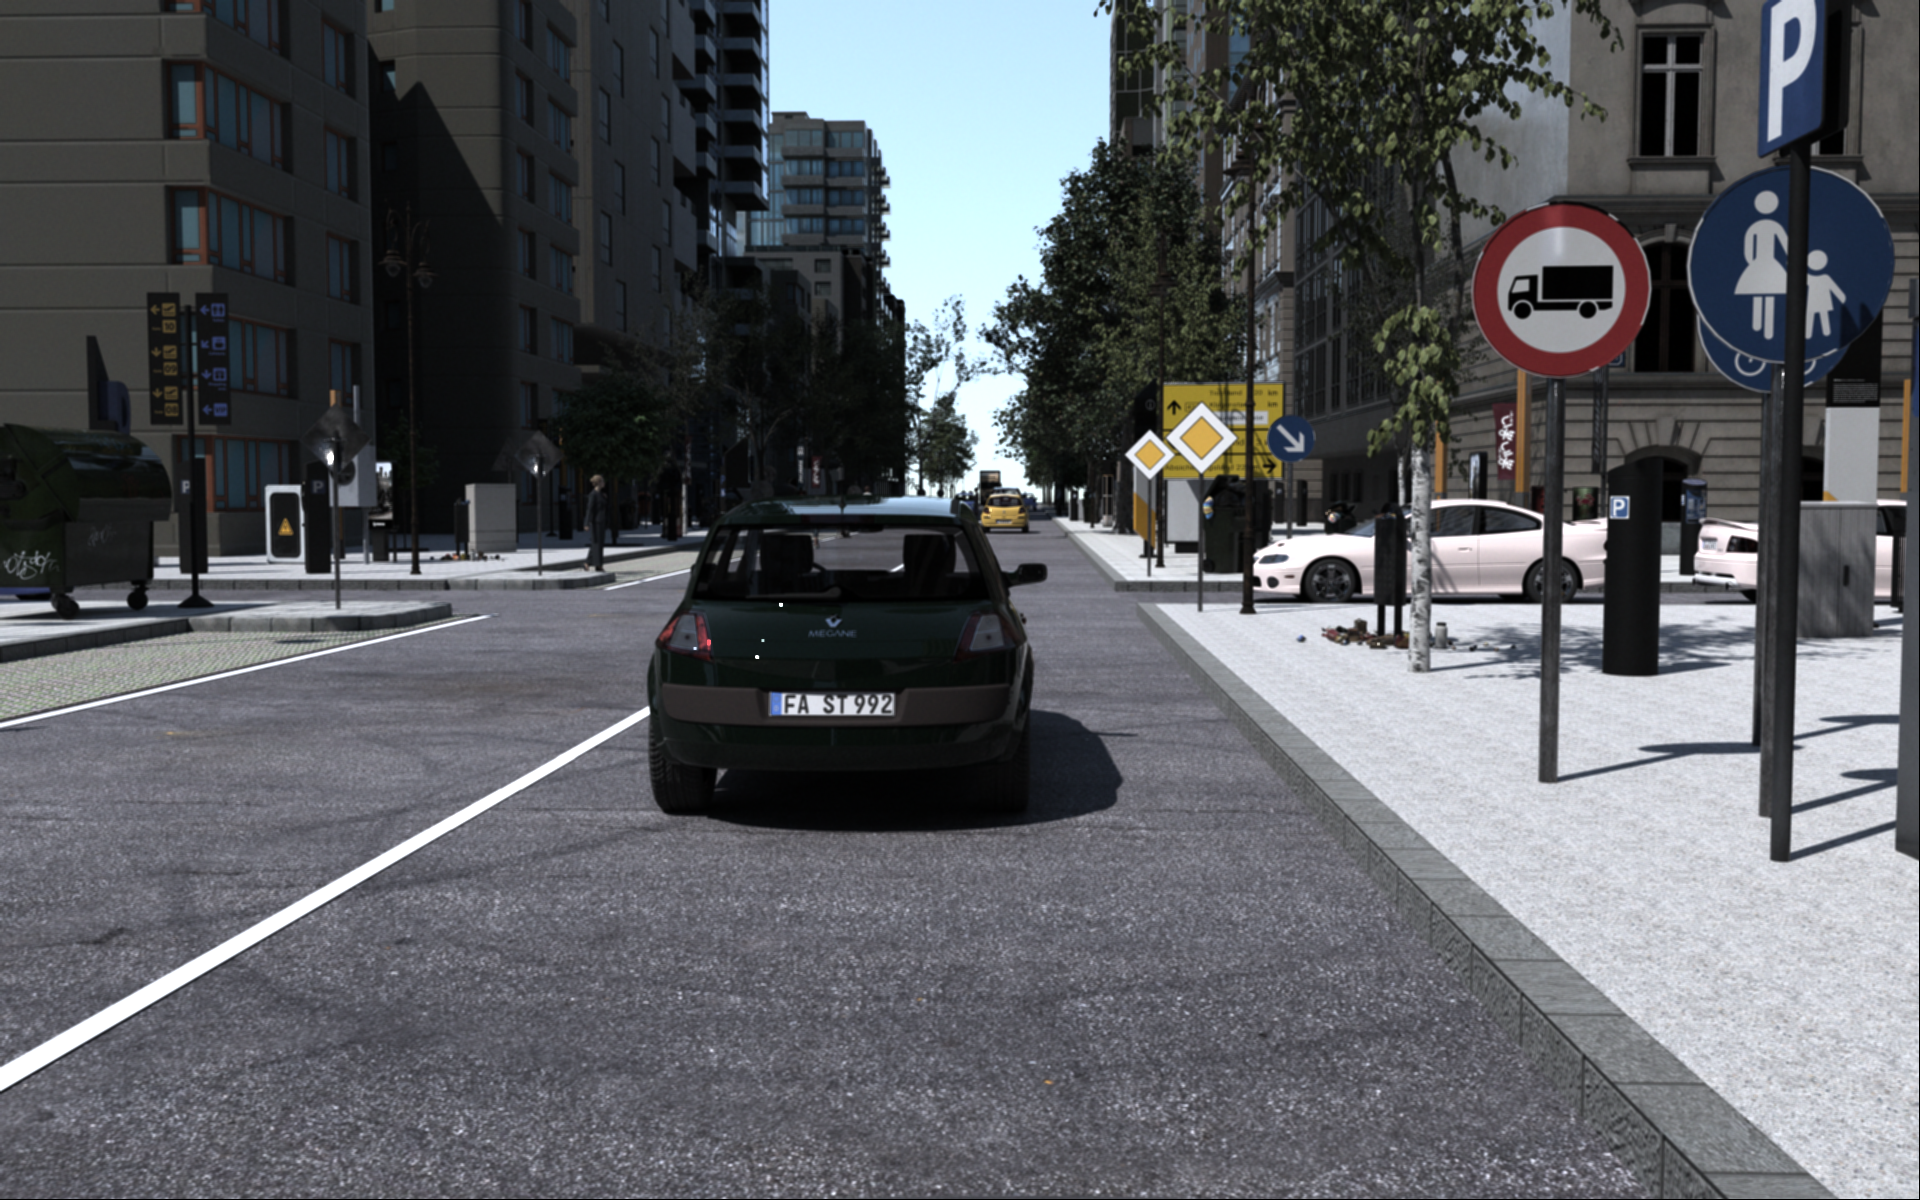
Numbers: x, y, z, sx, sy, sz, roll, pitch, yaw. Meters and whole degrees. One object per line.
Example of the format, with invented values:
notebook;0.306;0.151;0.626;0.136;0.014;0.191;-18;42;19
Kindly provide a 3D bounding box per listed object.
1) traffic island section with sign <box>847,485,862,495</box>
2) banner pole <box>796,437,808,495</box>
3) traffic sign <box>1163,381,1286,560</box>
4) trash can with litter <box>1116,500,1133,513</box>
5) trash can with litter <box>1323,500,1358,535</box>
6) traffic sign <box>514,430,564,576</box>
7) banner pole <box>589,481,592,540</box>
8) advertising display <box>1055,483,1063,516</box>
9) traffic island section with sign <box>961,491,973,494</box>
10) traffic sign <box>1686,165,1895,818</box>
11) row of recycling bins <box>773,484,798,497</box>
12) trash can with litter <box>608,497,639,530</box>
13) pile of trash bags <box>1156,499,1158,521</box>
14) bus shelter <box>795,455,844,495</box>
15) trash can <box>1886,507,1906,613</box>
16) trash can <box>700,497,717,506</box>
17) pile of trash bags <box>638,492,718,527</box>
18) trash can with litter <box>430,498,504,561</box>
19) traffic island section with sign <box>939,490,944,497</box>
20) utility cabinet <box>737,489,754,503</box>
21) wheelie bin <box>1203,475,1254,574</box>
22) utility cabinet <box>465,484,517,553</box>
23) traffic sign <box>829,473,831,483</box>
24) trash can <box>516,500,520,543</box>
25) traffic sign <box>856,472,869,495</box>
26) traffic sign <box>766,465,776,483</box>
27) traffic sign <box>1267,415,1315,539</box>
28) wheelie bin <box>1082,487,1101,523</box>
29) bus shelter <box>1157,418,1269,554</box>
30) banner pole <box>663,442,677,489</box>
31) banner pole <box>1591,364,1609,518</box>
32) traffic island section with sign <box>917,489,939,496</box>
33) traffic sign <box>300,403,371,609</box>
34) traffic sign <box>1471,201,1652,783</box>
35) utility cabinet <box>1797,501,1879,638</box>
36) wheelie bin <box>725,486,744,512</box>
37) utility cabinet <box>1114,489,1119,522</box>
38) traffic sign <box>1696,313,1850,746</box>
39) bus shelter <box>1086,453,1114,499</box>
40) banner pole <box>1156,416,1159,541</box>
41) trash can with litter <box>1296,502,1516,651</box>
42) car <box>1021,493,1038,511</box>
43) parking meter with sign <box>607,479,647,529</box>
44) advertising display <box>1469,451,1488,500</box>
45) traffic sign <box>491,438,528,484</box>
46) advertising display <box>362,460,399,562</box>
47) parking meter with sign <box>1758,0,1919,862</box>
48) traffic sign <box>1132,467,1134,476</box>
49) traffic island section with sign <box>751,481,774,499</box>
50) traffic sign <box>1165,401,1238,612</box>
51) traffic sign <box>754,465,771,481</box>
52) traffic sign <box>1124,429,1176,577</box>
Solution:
traffic island section with sign;-4.674;-4.187;77.085;1.989;1.847;2.006;0;4;2
banner pole;-6.924;-5.290;76.511;0.863;3.779;0.401;3;5;41
traffic sign;4.746;-2.297;31.433;2.265;3.308;0.079;1;4;12
trash can with litter;6.583;-3.489;68.425;0.624;1.170;1.055;1;4;19
trash can with litter;6.552;-1.173;30.564;0.624;1.170;1.055;-1;4;-17
traffic sign;-6.605;-1.441;27.200;0.795;2.450;0.064;0;4;2
banner pole;-10.258;-3.575;48.466;0.401;3.779;0.863;-2;4;-28
advertising display;5.773;-5.845;100.784;0.123;1.923;0.974;-1;4;-16
traffic island section with sign;1.561;-13.858;235.213;1.989;1.847;2.006;0;4;2
traffic sign;3.224;-0.410;6.815;0.768;2.556;0.104;0;4;7
row of recycling bins;-7.233;-3.939;71.516;1.069;1.692;3.534;0;4;-2
trash can with litter;-11.945;-3.063;61.463;0.624;1.170;1.055;2;4;34
pile of trash bags;9.210;-4.560;84.302;3.447;1.369;1.912;0;4;7
bus shelter;-7.538;-6.069;93.155;2.014;3.302;5.546;0;4;2
trash can;10.378;-0.428;18.647;0.748;1.137;0.748;0;3;0
trash can;-11.075;-3.962;76.436;0.748;1.137;0.748;0;3;0
pile of trash bags;-10.928;-3.520;67.312;3.447;1.369;1.912;0;4;7
trash can with litter;-9.557;-1.405;34.033;1.678;1.210;2.233;0;4;2
traffic island section with sign;-1.655;-8.862;153.519;1.989;1.847;2.006;0;4;2
utility cabinet;-8.572;-3.668;68.651;1.173;1.500;0.318;0;4;-6
wheelie bin;4.368;-1.241;28.195;0.693;1.594;0.980;3;5;41
utility cabinet;-10.190;-1.770;37.622;0.318;1.500;1.173;2;4;32
traffic sign;-7.631;-5.967;97.671;0.768;2.556;0.104;0;4;3
trash can;-11.383;-1.941;43.389;0.748;1.137;0.748;0;3;0
traffic sign;-5.755;-6.239;102.118;0.768;2.556;0.104;0;4;7
traffic sign;-8.541;-4.698;76.916;0.768;2.556;0.104;0;4;6
traffic sign;5.330;-1.704;27.969;0.768;2.556;0.104;0;4;5
wheelie bin;5.928;-4.280;77.882;0.693;1.594;0.980;-3;5;-43
bus shelter;5.108;-2.508;34.926;2.014;3.302;5.546;0;4;2
banner pole;-13.861;-5.697;83.164;0.863;3.779;0.401;1;4;15
banner pole;10.013;-2.269;27.108;0.401;3.779;0.863;3;4;37
traffic island section with sign;-2.753;-7.163;125.736;1.989;1.847;2.006;0;4;2
traffic sign;-6.920;-0.953;19.221;0.795;2.450;0.064;0;4;2
traffic sign;2.622;-0.461;7.644;0.768;2.556;0.104;0;4;5
utility cabinet;7.699;-0.268;15.552;1.020;1.237;0.306;-1;4;-13
wheelie bin;-8.359;-3.432;64.027;0.693;1.594;0.980;-1;4;-12
utility cabinet;7.451;-4.321;79.320;0.318;1.500;1.173;2;4;31
traffic sign;4.089;-0.530;8.766;0.768;2.556;0.104;0;4;6
bus shelter;7.523;-6.335;94.852;1.731;3.624;6.357;0;4;2
banner pole;5.422;-3.518;47.536;0.401;3.779;0.863;-2;4;-26
trash can with litter;3.753;-0.249;15.134;1.678;1.210;2.233;0;4;-2
car;5.696;-8.481;148.254;1.945;1.707;3.694;0;4;1
parking meter with sign;-12.284;-4.144;64.015;1.738;3.016;0.543;2;4;27
advertising display;7.946;-1.308;26.607;0.123;1.923;0.974;0;4;7
traffic sign;-10.352;-2.433;39.791;0.884;2.594;0.081;1;4;8
advertising display;-11.010;-1.692;32.875;0.974;1.923;0.123;2;4;35
parking meter with sign;3.694;-0.590;5.911;1.738;3.016;0.543;0;4;4
traffic sign;7.108;-4.131;67.654;0.768;2.556;0.104;1;4;9
traffic island section with sign;-5.724;-2.535;50.071;1.989;1.847;2.006;0;4;2
traffic sign;2.616;-0.929;18.826;0.795;2.450;0.064;0;4;2
traffic sign;-8.728;-4.675;76.548;0.768;2.556;0.104;1;4;9
traffic sign;2.931;-1.417;26.805;0.795;2.450;0.064;0;4;2
